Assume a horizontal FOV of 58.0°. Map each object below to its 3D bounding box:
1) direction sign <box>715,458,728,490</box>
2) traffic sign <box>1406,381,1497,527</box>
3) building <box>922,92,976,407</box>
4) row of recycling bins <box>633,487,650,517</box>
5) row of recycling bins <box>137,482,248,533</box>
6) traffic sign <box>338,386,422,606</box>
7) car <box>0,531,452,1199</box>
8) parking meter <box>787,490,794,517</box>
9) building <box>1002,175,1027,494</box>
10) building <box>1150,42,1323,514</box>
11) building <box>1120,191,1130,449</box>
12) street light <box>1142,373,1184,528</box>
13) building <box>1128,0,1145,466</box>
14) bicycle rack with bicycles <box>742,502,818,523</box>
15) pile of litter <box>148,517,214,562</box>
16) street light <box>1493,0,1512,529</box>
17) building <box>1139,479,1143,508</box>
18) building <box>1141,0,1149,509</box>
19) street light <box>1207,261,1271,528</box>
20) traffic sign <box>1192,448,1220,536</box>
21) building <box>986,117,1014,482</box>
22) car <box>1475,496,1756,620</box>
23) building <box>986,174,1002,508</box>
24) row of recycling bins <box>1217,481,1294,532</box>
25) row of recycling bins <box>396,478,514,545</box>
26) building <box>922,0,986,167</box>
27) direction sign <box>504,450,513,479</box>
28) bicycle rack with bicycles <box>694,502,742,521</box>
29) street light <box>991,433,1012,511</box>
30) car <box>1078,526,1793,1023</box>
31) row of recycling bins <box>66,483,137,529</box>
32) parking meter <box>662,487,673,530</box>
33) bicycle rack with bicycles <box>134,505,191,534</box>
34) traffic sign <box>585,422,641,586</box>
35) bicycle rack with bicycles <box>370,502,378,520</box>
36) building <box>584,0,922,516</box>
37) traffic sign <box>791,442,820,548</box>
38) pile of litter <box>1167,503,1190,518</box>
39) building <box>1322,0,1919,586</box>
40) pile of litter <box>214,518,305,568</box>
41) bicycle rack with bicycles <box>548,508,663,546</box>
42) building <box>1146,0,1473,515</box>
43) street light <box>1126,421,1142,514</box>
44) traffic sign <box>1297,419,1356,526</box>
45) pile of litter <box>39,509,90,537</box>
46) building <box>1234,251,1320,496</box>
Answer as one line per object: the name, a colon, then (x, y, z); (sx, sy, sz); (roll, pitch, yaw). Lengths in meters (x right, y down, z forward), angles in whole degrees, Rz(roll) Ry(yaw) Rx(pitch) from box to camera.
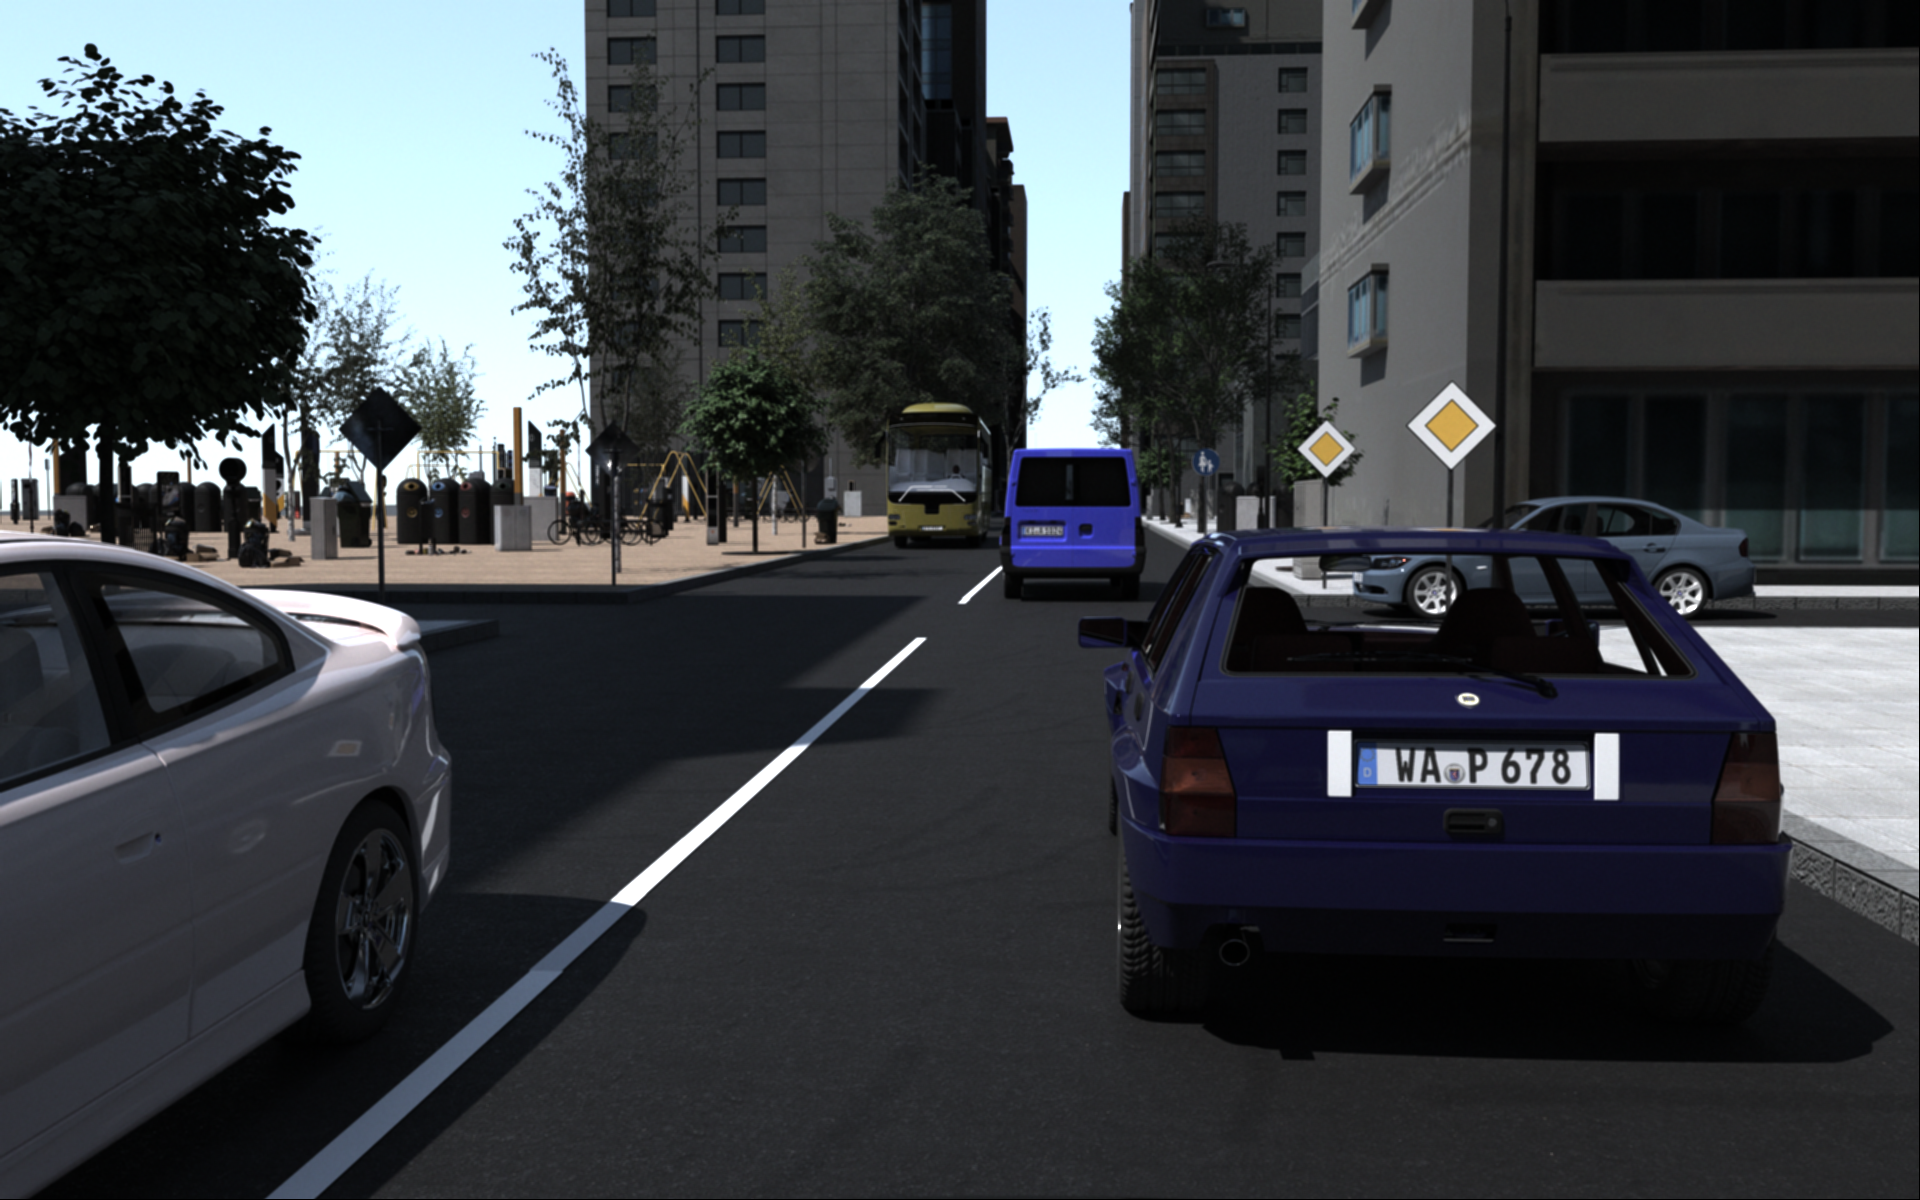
direction sign: (-13.179, -6.319, 95.319); (0.876, 3.537, 0.379); (0, 4, 5)
traffic sign: (4.362, -0.722, 15.440); (0.795, 2.450, 0.064); (0, 4, 4)
building: (-6.249, -21.757, 127.428); (14.160, 30.474, 14.107); (0, 4, 4)
row of recycling bins: (-17.562, -5.543, 97.740); (1.069, 1.692, 3.534); (-2, 4, -27)
row of recycling bins: (-25.655, -3.132, 58.328); (3.534, 1.692, 1.069); (1, 4, 9)
traffic sign: (-5.405, -0.766, 16.162); (0.795, 2.450, 0.064); (0, 4, 4)
car: (-2.566, 0.553, 3.313); (2.083, 1.381, 4.827); (0, 4, 5)
parking meter: (-9.675, -5.524, 98.732); (0.372, 1.533, 0.369); (0, 3, 0)
building: (2.317, -36.339, 244.248); (14.600, 45.320, 14.200); (0, 4, 4)
building: (19.680, -20.986, 114.820); (14.160, 30.474, 14.107); (0, 4, 4)
building: (30.160, -36.611, 248.700); (14.600, 45.320, 14.200); (0, 4, 4)
street light: (7.858, -5.733, 66.272); (1.470, 5.913, 1.316); (0, 4, 4)
building: (29.756, -40.030, 196.493); (21.231, 58.520, 28.212); (0, 4, 4)
bicycle rack with bicycles: (-7.763, -4.004, 78.843); (2.925, 0.926, 2.852); (2, 4, 28)
pile of litter: (-14.654, -1.158, 32.901); (1.176, 0.858, 1.719); (3, 5, 40)
street light: (4.273, -2.621, 15.396); (1.470, 5.913, 1.316); (0, 4, 4)
building: (24.118, -29.389, 164.105); (14.154, 41.232, 14.086); (0, 4, 4)
building: (22.783, -30.570, 149.923); (14.600, 45.320, 14.200); (0, 4, 4)
street light: (5.630, -3.803, 34.714); (1.470, 5.913, 1.316); (0, 4, 4)
traffic sign: (6.819, -2.933, 48.057); (0.768, 2.556, 0.104); (1, 4, 11)
building: (-5.166, -33.240, 198.099); (22.147, 44.769, 28.867); (0, 4, 4)
car: (6.938, -0.518, 20.466); (4.499, 1.417, 2.014); (0, 4, 2)
building: (-3.555, -23.498, 155.901); (14.160, 30.474, 14.107); (0, 4, 4)
row of recycling bins: (9.995, -2.965, 55.592); (3.534, 1.692, 1.069); (-1, 4, -13)
row of recycling bins: (-12.786, -2.270, 44.231); (3.534, 1.692, 1.069); (1, 4, 16)
building: (-5.150, -30.048, 141.398); (14.600, 45.320, 14.200); (0, 4, 4)
direction sign: (-23.344, -5.948, 89.241); (0.876, 3.537, 0.379); (2, 4, 33)
bicycle rack with bicycles: (-10.816, -4.195, 81.972); (2.925, 0.926, 2.852); (1, 4, 13)
street light: (3.030, -9.704, 131.198); (1.470, 5.913, 1.316); (0, 4, 4)
car: (1.386, 0.397, 6.083); (1.945, 1.354, 3.894); (0, 4, 4)
row of recycling bins: (-31.217, -3.480, 64.003); (1.069, 1.692, 3.534); (2, 4, 30)
parking meter: (-10.367, -3.244, 61.444); (0.372, 1.533, 0.369); (0, 3, 0)
bicycle rack with bicycles: (-26.075, -2.599, 55.877); (2.852, 0.926, 2.925); (-1, 4, -8)
traffic sign: (-4.831, -1.253, 24.127); (0.795, 2.450, 0.064); (0, 4, 4)
bicycle rack with bicycles: (-30.592, -4.528, 87.407); (2.852, 0.926, 2.925); (-1, 4, -21)
building: (-10.797, -41.033, 109.141); (20.563, 71.187, 20.611); (0, 4, 4)
traffic sign: (-3.711, -2.511, 41.159); (0.768, 2.556, 0.104); (1, 4, 10)
pile of litter: (11.669, -4.727, 91.256); (1.719, 0.858, 1.176); (0, 4, 7)
building: (18.093, -24.972, 31.991); (21.600, 48.544, 21.300); (0, 4, 4)
pile of litter: (-12.253, -1.032, 30.830); (1.176, 0.858, 1.719); (0, 4, 2)
bicycle rack with bicycles: (-8.941, -1.864, 43.861); (2.925, 0.926, 2.852); (-1, 4, -13)
building: (25.392, -31.072, 131.725); (21.300, 48.544, 21.600); (0, 4, 4)
street light: (10.231, -7.693, 98.328); (1.470, 5.913, 1.316); (0, 4, 4)
traffic sign: (4.937, -1.209, 23.404); (0.795, 2.450, 0.064); (0, 4, 4)
pile of litter: (-26.985, -2.316, 51.825); (1.719, 0.858, 1.176); (-2, 4, -29)
building: (24.860, -46.632, 75.110); (22.319, 86.520, 31.000); (0, 4, 4)
